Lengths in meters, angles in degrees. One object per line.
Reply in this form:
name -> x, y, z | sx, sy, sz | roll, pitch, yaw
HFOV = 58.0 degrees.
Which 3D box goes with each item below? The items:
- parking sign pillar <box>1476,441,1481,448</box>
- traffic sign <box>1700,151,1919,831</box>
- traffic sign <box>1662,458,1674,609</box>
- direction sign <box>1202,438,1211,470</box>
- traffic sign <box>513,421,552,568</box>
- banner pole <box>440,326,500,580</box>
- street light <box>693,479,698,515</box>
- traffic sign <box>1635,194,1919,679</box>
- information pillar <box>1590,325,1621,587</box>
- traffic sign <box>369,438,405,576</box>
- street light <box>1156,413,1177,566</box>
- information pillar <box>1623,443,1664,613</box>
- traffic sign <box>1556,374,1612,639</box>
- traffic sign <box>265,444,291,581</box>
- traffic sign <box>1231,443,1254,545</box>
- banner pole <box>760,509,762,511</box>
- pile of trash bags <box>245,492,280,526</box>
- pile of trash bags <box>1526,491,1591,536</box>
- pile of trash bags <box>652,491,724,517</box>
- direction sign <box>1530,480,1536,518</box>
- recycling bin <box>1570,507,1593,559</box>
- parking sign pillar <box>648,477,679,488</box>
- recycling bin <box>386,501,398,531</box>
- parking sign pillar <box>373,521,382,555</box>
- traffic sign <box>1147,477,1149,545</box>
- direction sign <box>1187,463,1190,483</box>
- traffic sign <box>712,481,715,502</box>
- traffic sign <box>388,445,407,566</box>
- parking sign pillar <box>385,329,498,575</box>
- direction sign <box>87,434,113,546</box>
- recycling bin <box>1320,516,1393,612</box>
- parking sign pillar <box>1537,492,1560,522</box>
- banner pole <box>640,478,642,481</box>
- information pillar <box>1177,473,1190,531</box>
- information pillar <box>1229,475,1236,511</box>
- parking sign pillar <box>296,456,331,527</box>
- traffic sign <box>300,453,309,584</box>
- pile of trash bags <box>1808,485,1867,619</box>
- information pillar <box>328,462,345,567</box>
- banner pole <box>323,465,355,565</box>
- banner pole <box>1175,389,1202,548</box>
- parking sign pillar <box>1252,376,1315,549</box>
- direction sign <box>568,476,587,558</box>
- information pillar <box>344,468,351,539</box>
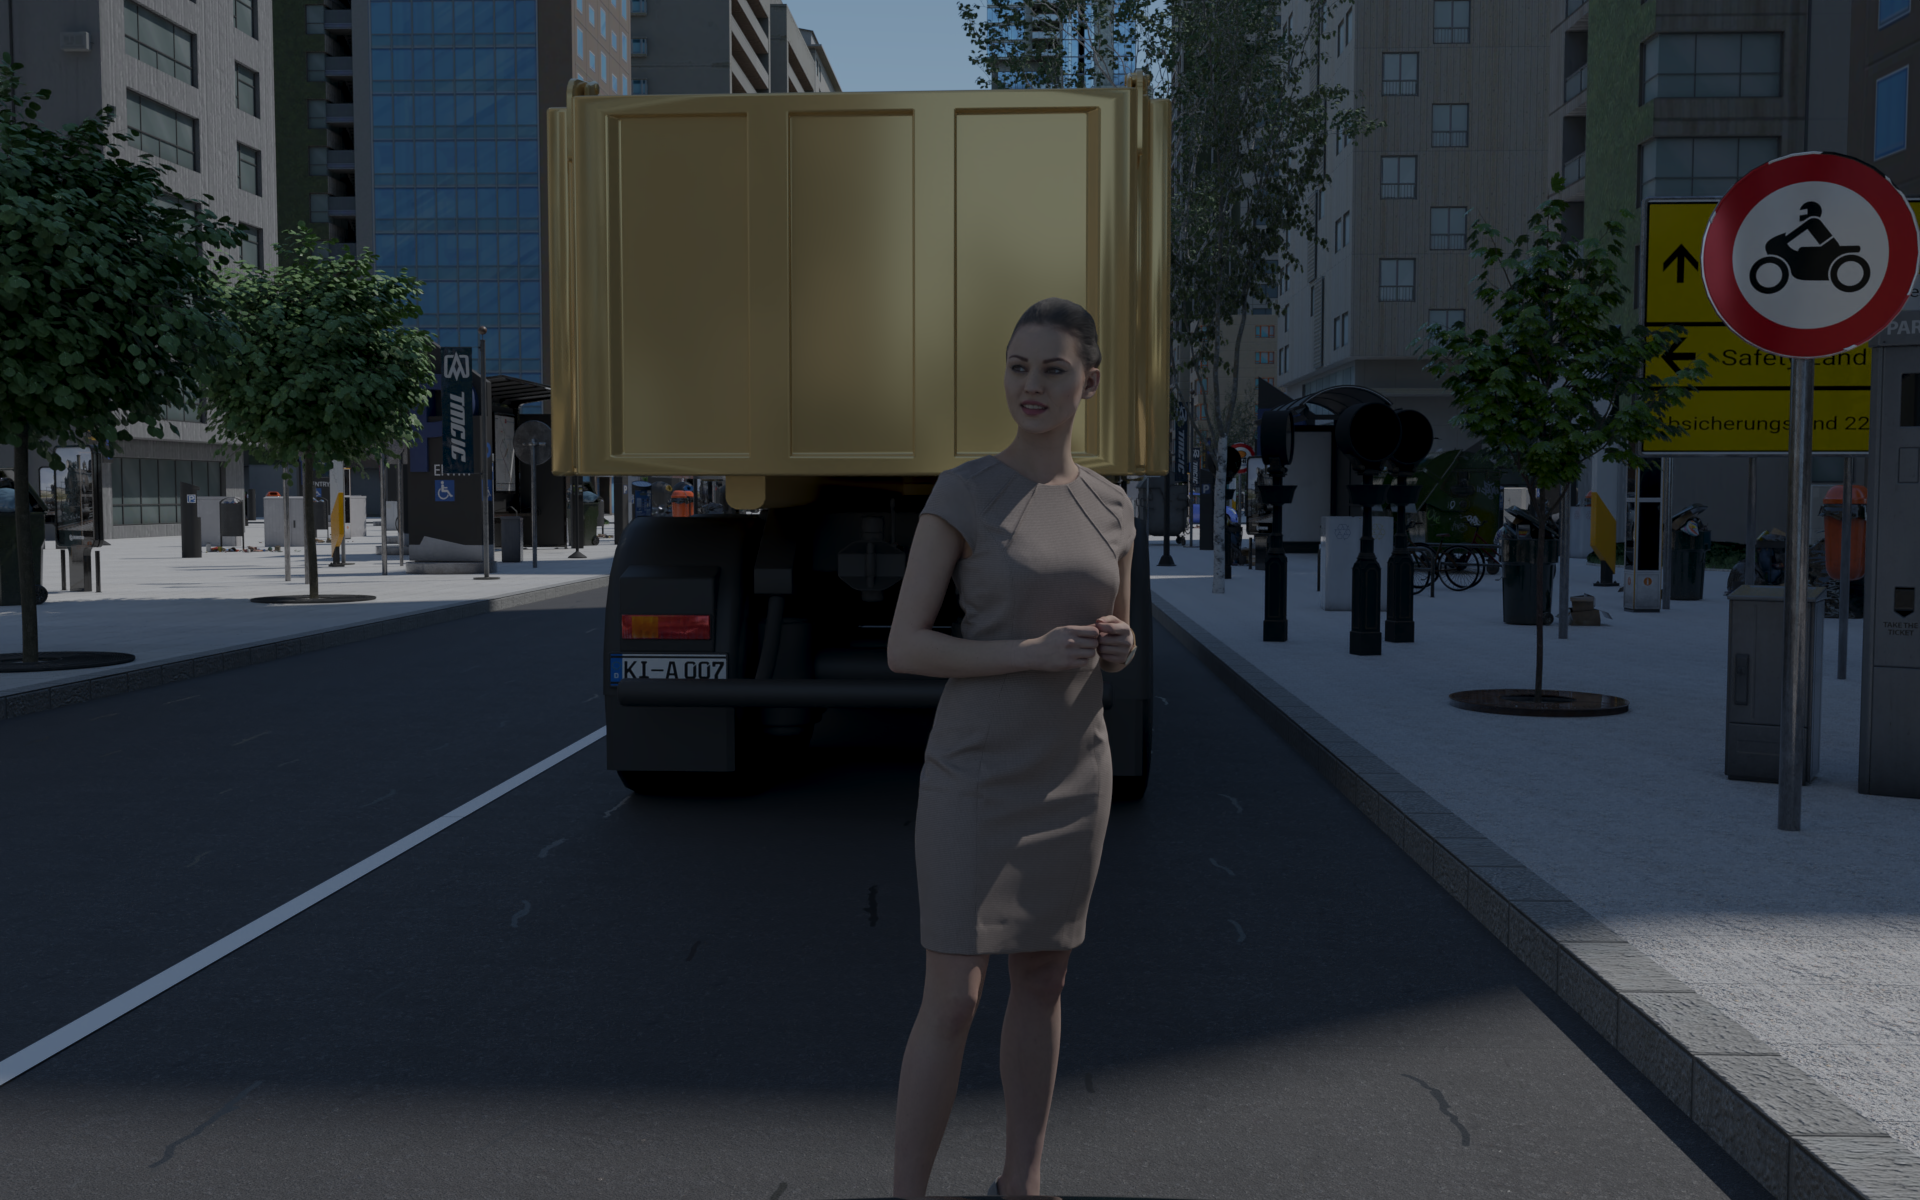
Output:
parking sign pillar -> 25.211, -5.964, 85.976 | 1.447, 3.967, 1.447 | 1, 4, 23
traffic sign -> 3.172, -0.394, 6.548 | 0.768, 2.556, 0.104 | 1, 4, 10
traffic sign -> 7.867, -1.169, 19.218 | 0.768, 2.556, 0.104 | 1, 4, 11
direction sign -> 9.957, -4.770, 69.979 | 0.379, 3.537, 0.876 | -1, 4, -13
traffic sign -> -7.396, -1.832, 30.058 | 0.768, 2.556, 0.104 | 0, 4, 8
banner pole -> -7.345, -2.195, 25.913 | 0.863, 3.779, 0.401 | 0, 4, -2
street light -> -5.526, -4.101, 39.600 | 1.470, 5.913, 1.316 | 0, 4, 2
traffic sign -> 5.792, -1.103, 11.913 | 2.265, 3.308, 0.079 | 0, 4, 3
information pillar -> 8.930, -1.993, 23.948 | 0.504, 3.616, 0.183 | -2, 4, -35
traffic sign -> -9.069, -1.659, 27.228 | 0.768, 2.556, 0.104 | 1, 4, 9
street light -> 3.140, -3.558, 30.716 | 1.470, 5.913, 1.316 | 0, 4, 2
information pillar -> 7.431, -0.876, 18.815 | 0.304, 2.012, 0.304 | 0, 3, 0
traffic sign -> 5.351, -0.929, 15.289 | 0.768, 2.556, 0.104 | 1, 4, 10
traffic sign -> -9.887, -1.547, 25.402 | 0.768, 2.556, 0.104 | 0, 4, 7
traffic sign -> 6.955, -2.625, 43.026 | 0.768, 2.556, 0.104 | 0, 4, 7
banner pole -> -8.030, -4.775, 68.086 | 0.863, 3.779, 0.401 | 1, 4, 19
pile of trash bags -> -29.096, -3.660, 69.593 | 3.447, 1.369, 1.912 | -2, 4, -27
pile of trash bags -> 14.001, -1.834, 39.746 | 1.912, 1.369, 3.447 | 3, 5, 42
pile of trash bags -> -7.212, -2.208, 45.850 | 1.912, 1.369, 3.447 | 0, 4, -2
direction sign -> 6.762, -1.738, 20.409 | 0.379, 3.537, 0.876 | 0, 4, -4
recycling bin -> 12.582, -1.359, 34.771 | 0.722, 1.027, 0.722 | -1, 4, -14
parking sign pillar -> -11.191, -4.703, 65.367 | 1.447, 3.967, 1.447 | 3, 4, 37
recycling bin -> -19.750, -2.958, 60.913 | 0.722, 1.027, 0.722 | 0, 4, 8
parking sign pillar -> -11.714, -2.959, 36.849 | 1.447, 3.967, 1.447 | -2, 4, -24
traffic sign -> 4.561, -2.441, 42.035 | 0.606, 2.300, 0.079 | 0, 4, 4
direction sign -> 17.068, -8.262, 127.088 | 0.876, 3.537, 0.379 | 1, 4, 20
traffic sign -> -7.361, -3.162, 51.797 | 0.768, 2.556, 0.104 | 1, 4, 11
traffic sign -> -9.936, -1.880, 30.750 | 0.884, 2.594, 0.081 | 0, 4, 7
parking sign pillar -> -8.297, -2.428, 28.163 | 1.447, 3.967, 1.447 | 1, 4, 12
direction sign -> -21.411, -3.128, 43.147 | 0.379, 3.537, 0.876 | 1, 4, 15
recycling bin -> 4.401, -0.409, 19.249 | 0.722, 1.027, 0.722 | 0, 4, 7
parking sign pillar -> 23.112, -4.818, 67.242 | 1.447, 3.967, 1.447 | 0, 4, -1
banner pole -> -18.996, -6.840, 101.859 | 0.863, 3.779, 0.401 | -1, 4, -21
information pillar -> 7.858, -3.455, 60.977 | 0.304, 2.012, 0.304 | -3, 4, -37
information pillar -> 14.186, -6.041, 90.130 | 0.183, 3.616, 0.504 | -2, 4, -29
parking sign pillar -> -25.199, -4.843, 67.660 | 1.447, 3.967, 1.447 | -2, 4, -33
traffic sign -> -9.282, -1.502, 24.554 | 0.884, 2.594, 0.081 | 0, 4, 4
pile of trash bags -> 9.541, -0.496, 17.859 | 1.912, 1.369, 3.447 | 3, 5, 40
information pillar -> -10.954, -2.387, 30.388 | 0.183, 3.616, 0.504 | -3, 4, -37
banner pole -> -11.395, -2.533, 31.425 | 0.863, 3.779, 0.401 | 2, 4, 27
banner pole -> 5.387, -3.141, 41.371 | 0.863, 3.779, 0.401 | -3, 5, -42
parking sign pillar -> 7.382, -3.115, 39.400 | 1.447, 3.967, 1.447 | 2, 4, 25
direction sign -> -7.656, -2.603, 34.551 | 0.876, 3.537, 0.379 | -2, 4, -32
information pillar -> -17.484, -2.726, 49.068 | 0.304, 2.012, 0.304 | 1, 4, 18
